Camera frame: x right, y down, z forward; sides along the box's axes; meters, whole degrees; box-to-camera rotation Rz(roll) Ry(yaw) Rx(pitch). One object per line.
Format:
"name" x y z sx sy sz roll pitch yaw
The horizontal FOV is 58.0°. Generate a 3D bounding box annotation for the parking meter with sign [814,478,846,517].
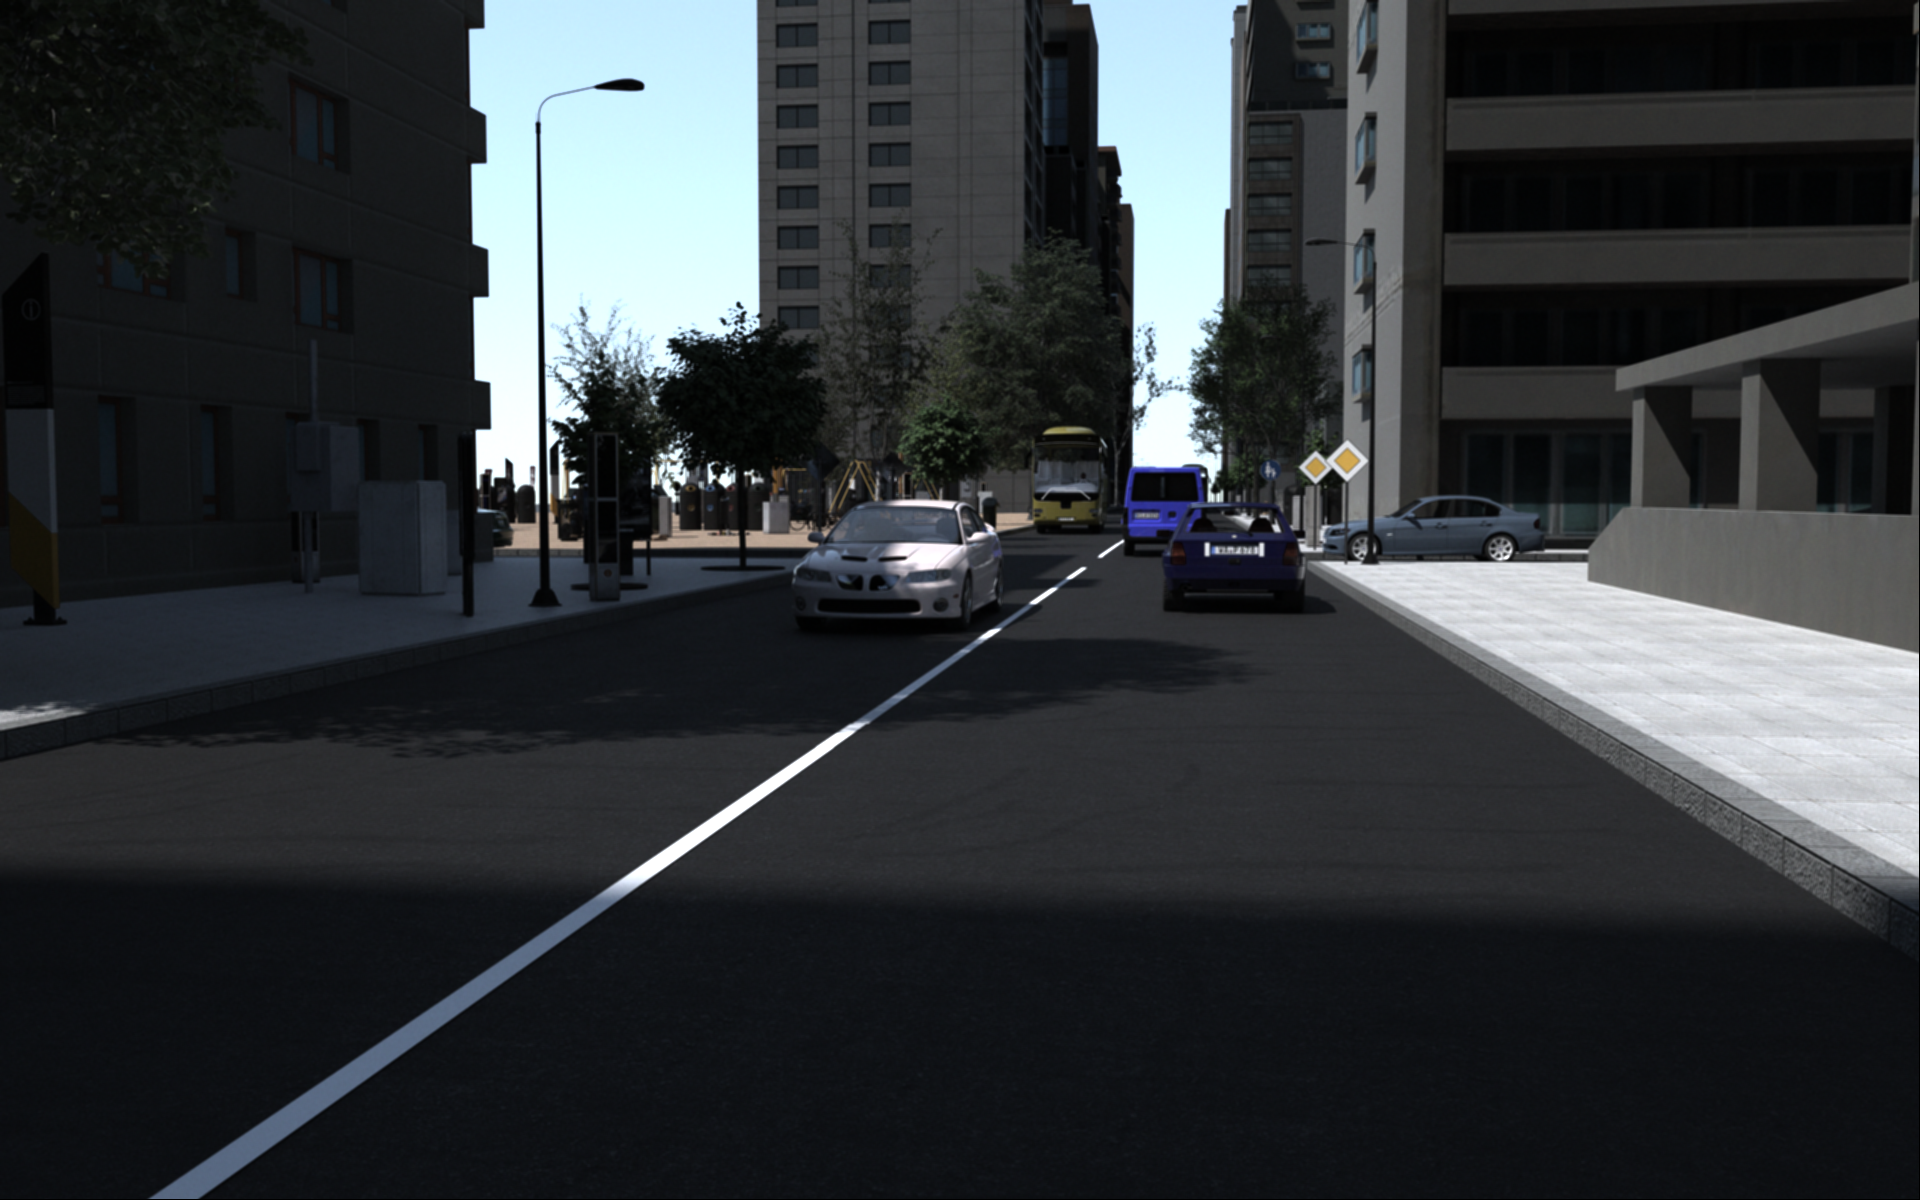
"parking meter with sign" -7.147 -6.060 95.336 1.738 3.016 0.543 0 4 -6

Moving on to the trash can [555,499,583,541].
"trash can" -10.679 -2.181 47.309 0.748 1.137 0.748 0 3 0

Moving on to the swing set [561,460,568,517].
"swing set" -16.692 -5.041 80.042 3.119 2.851 2.862 0 4 -6

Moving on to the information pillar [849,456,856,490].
"information pillar" -5.945 -6.400 95.991 0.183 3.616 0.504 -3 4 -38

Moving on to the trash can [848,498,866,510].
"trash can" -4.004 -3.416 67.497 0.748 1.137 0.748 0 3 0

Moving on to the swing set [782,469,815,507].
"swing set" -9.576 -6.793 108.681 3.119 2.851 2.862 1 4 12

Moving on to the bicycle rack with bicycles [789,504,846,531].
"bicycle rack with bicycles" -4.520 -2.897 60.744 2.925 0.926 2.852 -1 4 -9

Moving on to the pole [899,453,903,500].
"pole" -2.864 -5.511 83.954 0.158 3.312 0.155 0 3 0

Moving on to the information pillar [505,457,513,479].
"information pillar" -28.564 -7.242 109.757 0.504 3.616 0.183 0 4 0

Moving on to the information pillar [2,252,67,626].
"information pillar" -9.059 -1.563 16.903 0.504 3.616 0.183 1 4 12

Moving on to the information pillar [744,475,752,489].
"information pillar" -8.187 -3.789 66.434 0.304 2.012 0.304 2 4 35

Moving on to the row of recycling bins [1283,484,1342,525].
"row of recycling bins" 15.090 -3.927 71.315 3.534 1.692 1.069 -1 4 -9

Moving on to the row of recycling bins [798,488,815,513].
"row of recycling bins" -9.873 -6.601 115.043 1.069 1.692 3.534 -2 4 -24

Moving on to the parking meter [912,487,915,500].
"parking meter" -1.821 -3.303 62.423 0.372 1.533 0.369 0 3 0

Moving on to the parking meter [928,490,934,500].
"parking meter" -1.941 -6.553 115.559 0.372 1.533 0.369 0 3 0

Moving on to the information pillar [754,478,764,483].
"information pillar" -8.365 -4.933 72.015 0.504 3.616 0.183 2 4 29

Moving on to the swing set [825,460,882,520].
"swing set" -4.777 -5.151 81.846 2.862 2.851 3.119 0 4 4

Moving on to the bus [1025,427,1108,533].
"bus" 4.323 -4.596 66.692 2.896 3.916 12.252 0 4 6

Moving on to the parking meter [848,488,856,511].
"parking meter" -4.882 -4.280 78.381 0.372 1.533 0.369 0 3 0

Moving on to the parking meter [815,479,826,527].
"parking meter" -5.368 -3.728 66.659 0.255 1.863 0.399 3 4 36

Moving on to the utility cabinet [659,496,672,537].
"utility cabinet" -8.728 -2.461 51.397 0.306 1.237 1.020 0 4 -4

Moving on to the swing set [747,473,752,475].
"swing set" -12.344 -6.364 101.677 2.862 2.851 3.119 0 4 -2

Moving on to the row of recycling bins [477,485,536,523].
"row of recycling bins" -20.329 -4.225 76.189 3.534 1.692 1.069 1 4 13

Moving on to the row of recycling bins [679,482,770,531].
"row of recycling bins" -8.335 -3.317 61.344 3.534 1.692 1.069 1 4 20

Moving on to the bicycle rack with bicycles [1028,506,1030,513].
"bicycle rack with bicycles" 5.935 -5.666 106.029 2.925 0.926 2.852 2 4 27

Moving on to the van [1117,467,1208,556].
"van" 4.889 -2.280 41.664 2.240 2.365 5.245 0 4 6

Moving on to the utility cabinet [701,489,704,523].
"utility cabinet" -11.170 -4.129 76.193 1.173 1.500 0.318 -3 4 -39

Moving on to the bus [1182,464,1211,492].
"bus" 18.973 -9.165 141.395 2.896 3.916 12.252 1 4 8

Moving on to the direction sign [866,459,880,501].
"direction sign" -5.641 -7.362 112.363 0.876 3.537 0.379 0 4 8

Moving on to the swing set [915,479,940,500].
"swing set" -2.477 -7.036 112.663 2.862 2.851 3.119 -1 4 -9

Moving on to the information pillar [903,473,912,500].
"information pillar" -1.835 -3.414 60.305 0.304 2.012 0.304 0 4 -8

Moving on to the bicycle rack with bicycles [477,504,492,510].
"bicycle rack with bicycles" -20.898 -3.693 73.768 2.852 0.926 2.925 0 4 -5

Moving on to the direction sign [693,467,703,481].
"direction sign" -16.154 -7.028 106.907 0.876 3.537 0.379 3 4 36

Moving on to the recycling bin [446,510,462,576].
"recycling bin" -8.335 -0.910 27.427 0.722 1.027 0.722 -2 4 -32

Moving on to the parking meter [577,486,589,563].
"parking meter" -6.806 -1.452 32.145 0.372 1.533 0.369 0 3 0

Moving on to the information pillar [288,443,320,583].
"information pillar" -9.454 -1.253 24.976 0.304 2.012 0.304 3 5 44

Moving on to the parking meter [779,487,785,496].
"parking meter" -6.874 -3.536 66.220 0.372 1.533 0.369 0 3 0

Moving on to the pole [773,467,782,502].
"pole" -6.131 -3.902 57.634 0.158 3.312 0.155 0 3 0

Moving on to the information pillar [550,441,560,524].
"information pillar" -17.453 -5.093 74.617 0.183 3.616 0.504 2 4 32

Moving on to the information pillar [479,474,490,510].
"information pillar" -17.188 -3.559 62.681 0.304 2.012 0.304 -2 4 -31

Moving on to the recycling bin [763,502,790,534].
"recycling bin" -5.945 -2.657 55.996 0.722 1.027 0.722 -1 4 -20

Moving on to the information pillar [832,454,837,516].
"information pillar" -7.419 -6.780 102.213 0.183 3.616 0.504 1 4 15

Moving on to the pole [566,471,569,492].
"pole" -22.570 -6.469 99.604 0.158 3.312 0.155 0 3 0

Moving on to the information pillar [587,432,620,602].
"information pillar" -4.273 -0.996 20.772 0.304 2.012 0.304 -2 4 -28

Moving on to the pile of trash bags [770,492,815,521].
"pile of trash bags" -8.579 -4.558 84.281 1.912 1.369 3.447 -3 5 -41

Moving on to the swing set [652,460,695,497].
"swing set" -12.611 -5.091 80.863 3.119 2.851 2.862 -1 4 -12

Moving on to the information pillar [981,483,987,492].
"information pillar" 1.573 -6.650 113.221 0.304 2.012 0.304 1 4 17
